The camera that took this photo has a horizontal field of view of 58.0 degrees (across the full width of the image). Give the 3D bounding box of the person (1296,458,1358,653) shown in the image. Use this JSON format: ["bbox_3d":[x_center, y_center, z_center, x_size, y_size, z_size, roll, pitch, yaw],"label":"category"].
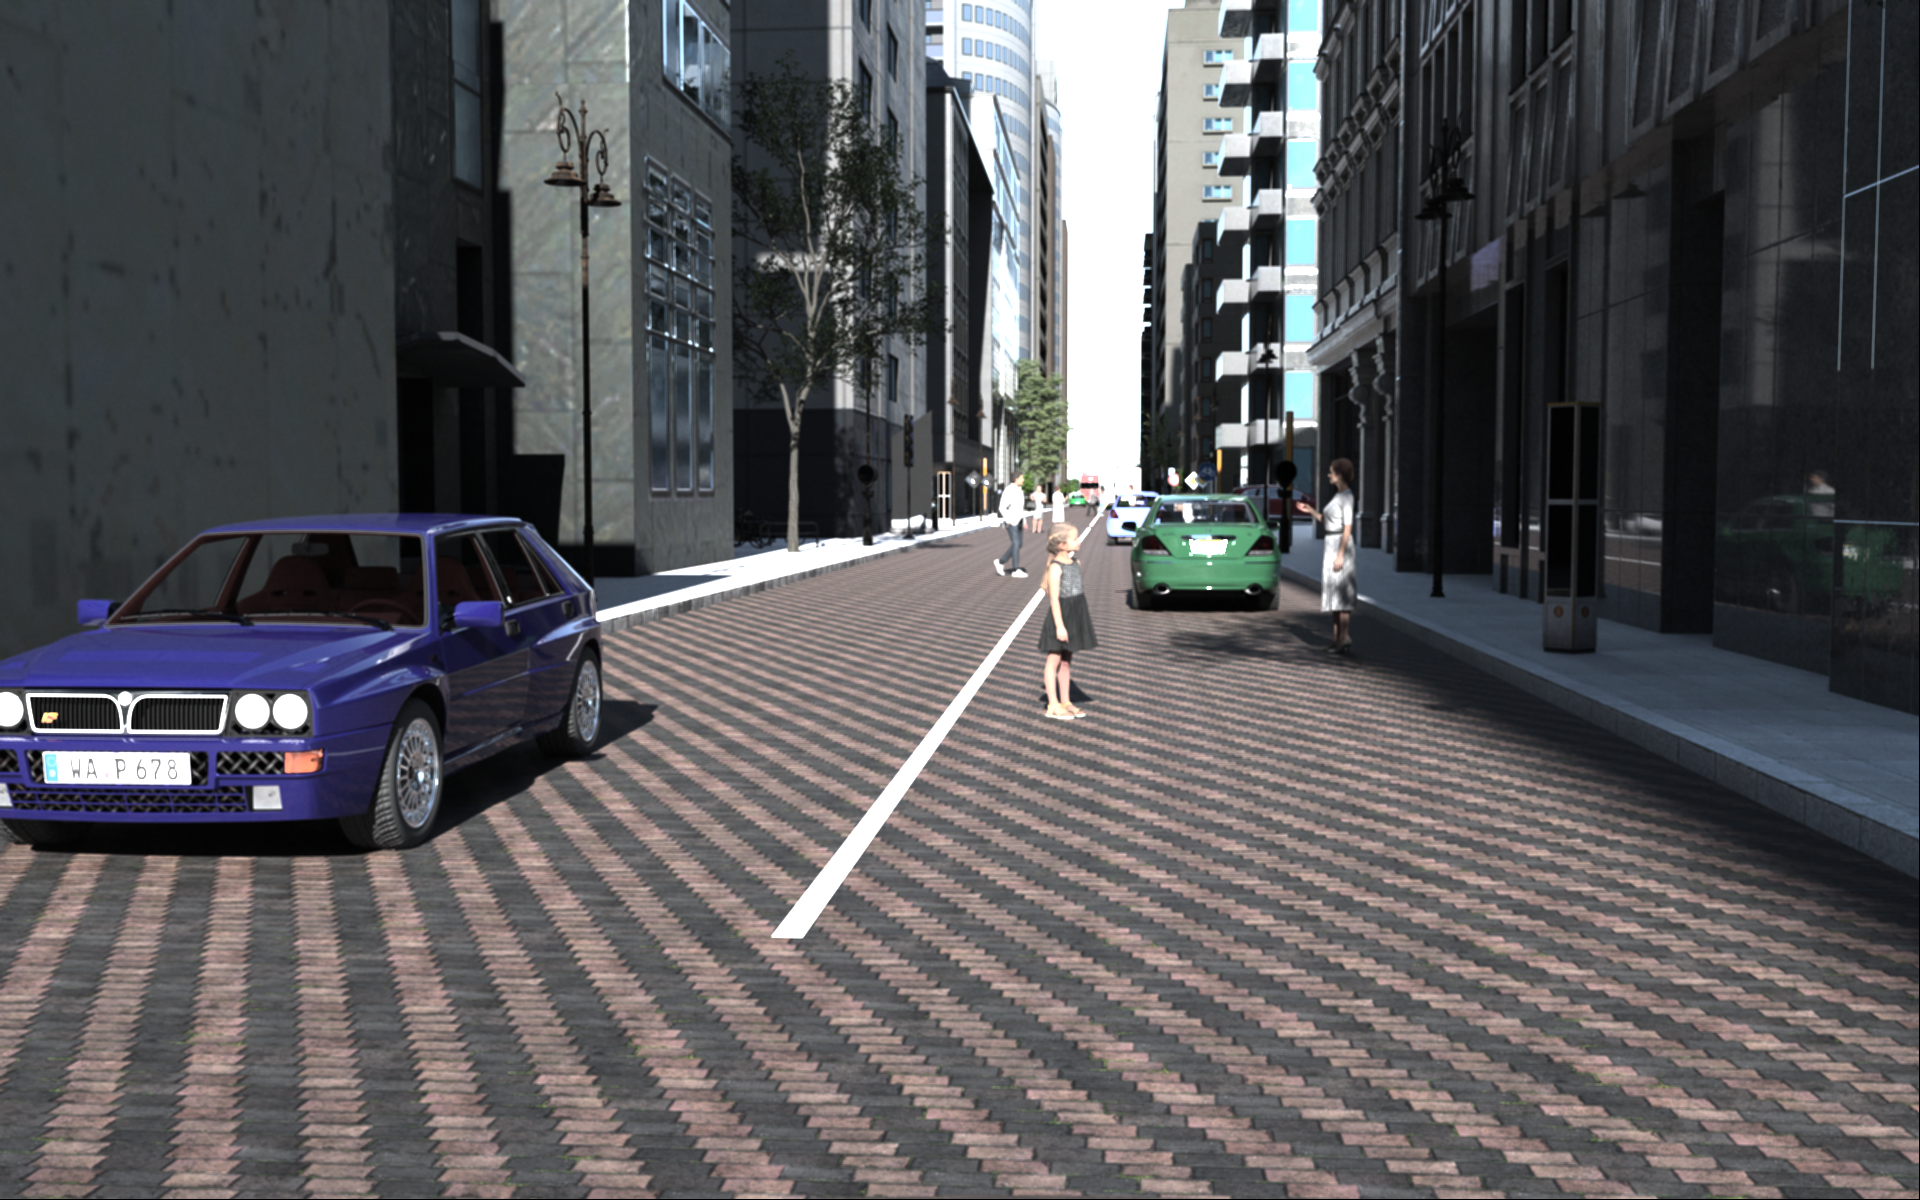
[{"bbox_3d":[3.349,-0.406,15.716,0.524,1.755,0.480,0,4,-3],"label":"person"}]

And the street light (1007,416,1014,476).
[{"bbox_3d":[2.998,-7.972,103.128,0.468,5.910,1.993,0,4,5],"label":"street light"}]

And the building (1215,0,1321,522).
[{"bbox_3d":[28.322,-28.552,86.439,30.456,49.044,23.786,0,4,5],"label":"building"}]

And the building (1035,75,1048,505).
[{"bbox_3d":[-1.277,-34.853,193.555,21.300,48.544,21.600,0,4,5],"label":"building"}]

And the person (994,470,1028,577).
[{"bbox_3d":[0.878,-1.337,30.210,0.795,1.843,0.661,2,4,34],"label":"person"}]

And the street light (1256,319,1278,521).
[{"bbox_3d":[8.112,-4.470,45.875,0.468,5.910,1.993,0,4,5],"label":"street light"}]

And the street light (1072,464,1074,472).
[{"bbox_3d":[15.117,-16.288,239.100,0.468,5.910,1.993,0,4,5],"label":"street light"}]

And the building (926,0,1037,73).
[{"bbox_3d":[-3.730,-38.319,168.510,21.231,58.520,28.212,0,4,5],"label":"building"}]

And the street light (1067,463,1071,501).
[{"bbox_3d":[13.996,-15.571,227.369,0.468,5.910,1.993,0,4,5],"label":"street light"}]

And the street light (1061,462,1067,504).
[{"bbox_3d":[11.998,-14.123,203.691,0.468,5.910,1.993,0,4,5],"label":"street light"}]

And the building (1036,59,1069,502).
[{"bbox_3d":[8.193,-52.138,290.713,20.563,71.187,20.611,0,4,5],"label":"building"}]

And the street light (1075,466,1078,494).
[{"bbox_3d":[17.177,-17.734,262.733,0.468,5.910,1.993,0,4,5],"label":"street light"}]

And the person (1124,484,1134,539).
[{"bbox_3d":[5.311,-2.803,54.900,0.524,1.755,0.480,-2,4,-27],"label":"person"}]

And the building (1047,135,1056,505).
[{"bbox_3d":[4.511,-34.350,211.735,14.600,45.320,14.200,0,4,5],"label":"building"}]

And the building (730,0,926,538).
[{"bbox_3d":[-12.296,-37.967,59.009,20.611,71.187,20.563,0,4,5],"label":"building"}]

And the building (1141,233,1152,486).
[{"bbox_3d":[40.736,-38.361,281.824,22.147,44.769,28.867,0,4,5],"label":"building"}]

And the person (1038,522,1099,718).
[{"bbox_3d":[0.705,0.122,11.177,0.373,1.253,0.362,3,5,40],"label":"person"}]

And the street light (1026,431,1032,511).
[{"bbox_3d":[5.105,-9.448,127.260,0.468,5.910,1.993,0,4,5],"label":"street light"}]

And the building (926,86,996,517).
[{"bbox_3d":[-6.167,-16.892,95.243,14.314,24.678,30.058,0,4,5],"label":"building"}]

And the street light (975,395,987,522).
[{"bbox_3d":[0.967,-6.534,79.619,0.468,5.910,1.993,0,4,5],"label":"street light"}]

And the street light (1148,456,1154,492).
[{"bbox_3d":[20.215,-12.733,180.976,0.468,5.910,1.993,0,4,5],"label":"street light"}]

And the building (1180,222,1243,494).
[{"bbox_3d":[30.187,-17.030,123.475,27.650,21.520,28.899,0,4,5],"label":"building"}]

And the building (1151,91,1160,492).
[{"bbox_3d":[38.599,-43.484,252.958,21.231,58.520,28.212,0,4,5],"label":"building"}]

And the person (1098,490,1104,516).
[{"bbox_3d":[9.349,-6.452,114.827,0.643,1.720,0.563,-2,4,-24],"label":"person"}]

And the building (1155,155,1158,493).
[{"bbox_3d":[32.325,-34.525,188.178,21.300,48.544,21.600,0,4,5],"label":"building"}]

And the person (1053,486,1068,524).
[{"bbox_3d":[3.774,-3.445,65.401,0.480,1.755,0.524,2,4,30],"label":"person"}]

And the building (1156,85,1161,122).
[{"bbox_3d":[38.671,-38.095,212.084,28.713,52.752,27.495,0,4,5],"label":"building"}]

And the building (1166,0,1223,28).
[{"bbox_3d":[30.249,-33.212,166.717,21.300,48.544,21.600,0,4,5],"label":"building"}]

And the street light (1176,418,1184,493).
[{"bbox_3d":[13.422,-8.126,105.647,0.468,5.910,1.993,0,4,5],"label":"street light"}]

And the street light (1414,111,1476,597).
[{"bbox_3d":[5.967,-2.977,21.468,0.468,5.910,1.993,0,4,5],"label":"street light"}]

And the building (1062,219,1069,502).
[{"bbox_3d":[10.010,-38.152,273.899,14.600,45.320,14.200,0,4,5],"label":"building"}]

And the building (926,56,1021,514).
[{"bbox_3d":[-1.990,-21.237,124.711,11.434,29.767,29.804,0,4,5],"label":"building"}]

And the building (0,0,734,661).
[{"bbox_3d":[-14.884,-43.041,16.393,22.319,86.520,31.000,0,4,5],"label":"building"}]

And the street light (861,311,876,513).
[{"bbox_3d":[-2.333,-4.354,43.969,0.468,5.910,1.993,0,4,5],"label":"street light"}]

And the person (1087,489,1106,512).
[{"bbox_3d":[10.666,-7.719,134.925,1.509,1.804,0.699,0,4,-8],"label":"person"}]

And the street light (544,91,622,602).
[{"bbox_3d":[-4.416,-2.916,20.463,0.468,5.910,1.993,0,4,5],"label":"street light"}]

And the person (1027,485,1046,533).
[{"bbox_3d":[2.796,-3.352,63.667,0.716,1.782,0.532,0,4,4],"label":"person"}]

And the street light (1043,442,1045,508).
[{"bbox_3d":[7.608,-11.199,155.888,0.468,5.910,1.993,0,4,5],"label":"street light"}]

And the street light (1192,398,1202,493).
[{"bbox_3d":[11.219,-6.689,82.152,0.468,5.910,1.993,0,4,5],"label":"street light"}]

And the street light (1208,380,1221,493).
[{"bbox_3d":[10.307,-5.957,70.179,0.468,5.910,1.993,0,4,5],"label":"street light"}]

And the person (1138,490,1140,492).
[{"bbox_3d":[15.554,-8.662,150.463,0.374,1.781,0.599,1,4,14],"label":"person"}]

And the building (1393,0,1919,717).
[{"bbox_3d":[12.309,-12.210,17.658,12.078,24.808,19.932,0,4,5],"label":"building"}]

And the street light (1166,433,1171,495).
[{"bbox_3d":[15.573,-9.563,129.146,0.468,5.910,1.993,0,4,5],"label":"street light"}]

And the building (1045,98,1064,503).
[{"bbox_3d":[4.045,-43.473,252.776,21.231,58.520,28.212,0,4,5],"label":"building"}]

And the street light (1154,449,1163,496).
[{"bbox_3d":[18.089,-11.288,157.353,0.468,5.910,1.993,0,4,5],"label":"street light"}]

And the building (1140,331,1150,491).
[{"bbox_3d":[38.645,-32.555,303.978,14.160,30.474,14.107,0,4,5],"label":"building"}]

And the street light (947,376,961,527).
[{"bbox_3d":[-0.239,-5.822,67.982,0.468,5.910,1.993,0,4,5],"label":"street light"}]

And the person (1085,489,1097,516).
[{"bbox_3d":[8.453,-6.276,111.512,0.834,1.777,0.661,2,4,34],"label":"person"}]

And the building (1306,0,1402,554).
[{"bbox_3d":[14.506,-12.046,47.856,10.553,20.767,40.483,0,4,5],"label":"building"}]

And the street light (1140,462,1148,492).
[{"bbox_3d":[24.450,-15.662,228.861,0.468,5.910,1.993,0,4,5],"label":"street light"}]
